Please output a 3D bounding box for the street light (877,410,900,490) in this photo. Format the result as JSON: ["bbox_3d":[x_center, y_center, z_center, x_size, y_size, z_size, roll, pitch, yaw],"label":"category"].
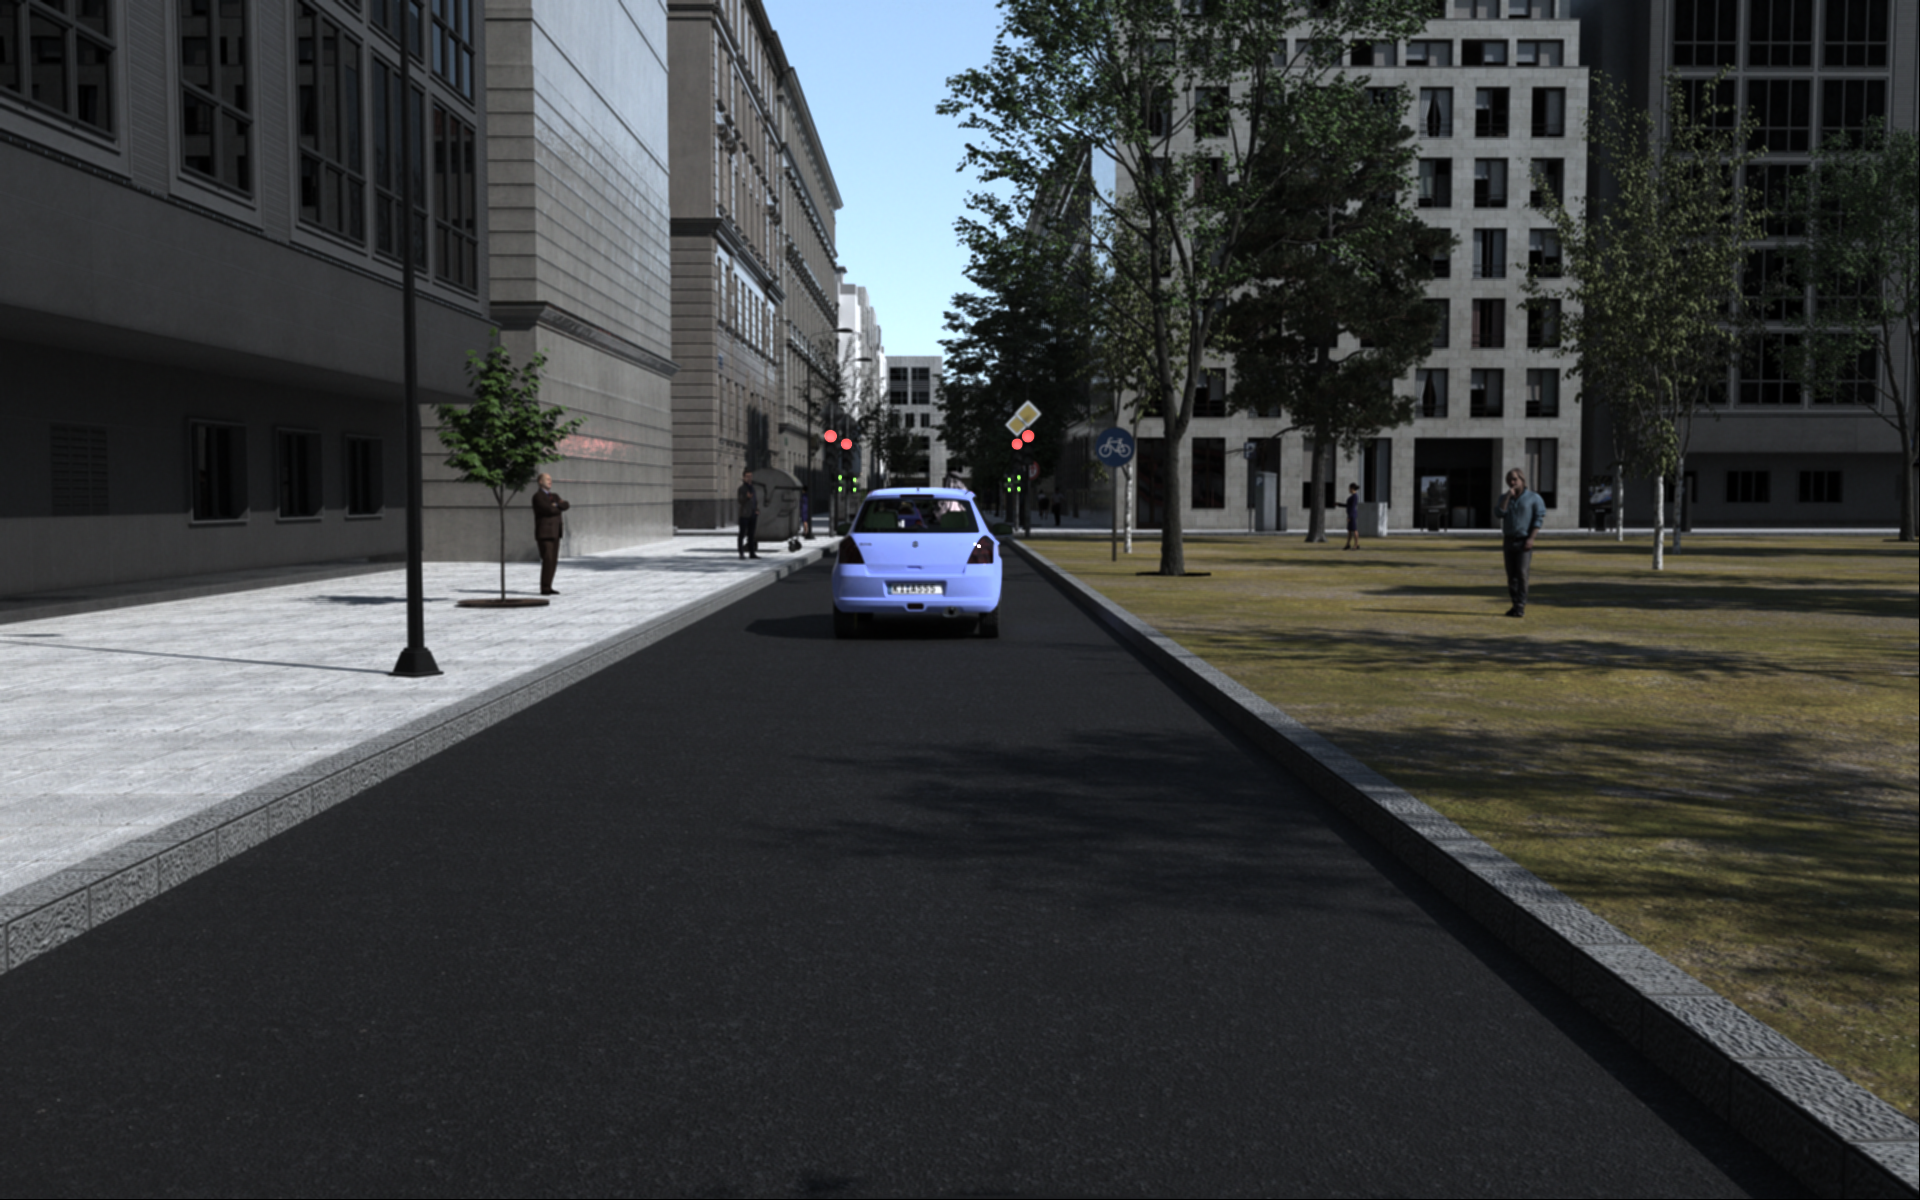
[{"bbox_3d":[-3.976,-7.508,95.302,1.470,5.913,1.316,0,4,0],"label":"street light"}]

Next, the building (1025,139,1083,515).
[{"bbox_3d":[12.897,-17.494,119.305,16.112,22.955,30.059,0,4,0],"label":"building"}]

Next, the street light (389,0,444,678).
[{"bbox_3d":[-3.314,-2.419,12.099,1.470,5.913,1.316,0,4,0],"label":"street light"}]

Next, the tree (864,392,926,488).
[{"bbox_3d":[-5.089,-10.592,123.541,4.737,8.622,4.395,0,3,0],"label":"tree"}]

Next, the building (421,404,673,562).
[{"bbox_3d":[-29.384,-16.085,39.407,44.131,29.872,17.030,0,4,0],"label":"building"}]

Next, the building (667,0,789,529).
[{"bbox_3d":[-14.576,-16.925,73.992,12.463,27.353,25.104,0,4,0],"label":"building"}]

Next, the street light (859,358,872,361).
[{"bbox_3d":[-3.683,-5.295,59.119,1.470,5.913,1.316,0,4,0],"label":"street light"}]

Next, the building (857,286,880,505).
[{"bbox_3d":[-16.526,-18.158,163.334,16.747,18.905,31.486,0,4,0],"label":"building"}]

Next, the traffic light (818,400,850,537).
[{"bbox_3d":[-3.780,-3.788,51.183,0.839,4.213,0.868,0,4,0],"label":"traffic light"}]

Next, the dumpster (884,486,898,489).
[{"bbox_3d":[-4.707,-6.967,119.664,1.264,1.857,1.865,0,4,-1],"label":"dumpster"}]

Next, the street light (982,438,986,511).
[{"bbox_3d":[1.546,-7.674,98.017,1.470,5.913,1.316,0,4,0],"label":"street light"}]

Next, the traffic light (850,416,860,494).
[{"bbox_3d":[-3.839,-4.277,59.168,0.839,4.213,0.868,0,4,0],"label":"traffic light"}]

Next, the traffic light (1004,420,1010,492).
[{"bbox_3d":[1.922,-4.280,59.226,0.839,4.213,0.868,0,4,0],"label":"traffic light"}]

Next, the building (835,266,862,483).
[{"bbox_3d":[-16.058,-17.440,141.561,16.016,20.091,11.380,0,4,0],"label":"building"}]

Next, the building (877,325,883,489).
[{"bbox_3d":[-16.711,-20.103,185.105,16.016,20.091,11.380,0,4,0],"label":"building"}]

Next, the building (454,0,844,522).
[{"bbox_3d":[-16.923,-20.308,108.451,17.030,29.872,44.131,0,4,0],"label":"building"}]

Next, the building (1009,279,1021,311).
[{"bbox_3d":[18.939,-20.557,180.077,27.936,21.610,32.646,0,4,0],"label":"building"}]

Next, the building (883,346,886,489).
[{"bbox_3d":[-14.330,-21.005,199.850,11.380,20.091,16.016,0,4,0],"label":"building"}]

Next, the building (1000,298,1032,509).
[{"bbox_3d":[12.048,-18.445,157.996,16.016,20.091,11.380,0,4,0],"label":"building"}]

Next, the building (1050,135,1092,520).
[{"bbox_3d":[11.261,-15.755,93.745,11.583,22.565,21.152,0,4,0],"label":"building"}]

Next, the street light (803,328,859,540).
[{"bbox_3d":[-3.695,-4.655,48.644,1.470,5.913,1.316,0,4,0],"label":"street light"}]

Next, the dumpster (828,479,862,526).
[{"bbox_3d":[-4.450,-3.746,67.010,1.264,1.857,1.865,0,4,0],"label":"dumpster"}]

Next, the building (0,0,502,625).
[{"bbox_3d":[-14.736,-13.695,17.428,14.314,27.812,24.014,0,4,0],"label":"building"}]

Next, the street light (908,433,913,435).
[{"bbox_3d":[-4.255,-9.749,131.933,1.470,5.913,1.316,0,4,0],"label":"street light"}]

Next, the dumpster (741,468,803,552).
[{"bbox_3d":[-4.193,-2.012,38.651,1.264,1.857,1.865,0,4,-1],"label":"dumpster"}]

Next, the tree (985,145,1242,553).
[{"bbox_3d":[3.802,-5.339,37.651,4.737,8.622,4.395,0,3,0],"label":"tree"}]

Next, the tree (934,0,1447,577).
[{"bbox_3d":[3.464,-6.194,27.026,9.928,11.665,9.643,0,3,0],"label":"tree"}]

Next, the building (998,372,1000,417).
[{"bbox_3d":[12.490,-21.145,202.147,16.016,20.091,11.380,0,4,0],"label":"building"}]

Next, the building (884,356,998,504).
[{"bbox_3d":[-10.713,-22.218,229.717,31.486,18.905,16.747,0,4,0],"label":"building"}]

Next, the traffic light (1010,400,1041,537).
[{"bbox_3d":[1.981,-3.792,51.241,0.839,4.213,0.868,0,4,0],"label":"traffic light"}]

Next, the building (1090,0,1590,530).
[{"bbox_3d":[13.910,-12.983,67.030,16.860,20.320,10.420,0,4,0],"label":"building"}]

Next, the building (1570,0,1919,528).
[{"bbox_3d":[35.328,-16.855,69.081,24.014,27.812,14.314,0,4,0],"label":"building"}]

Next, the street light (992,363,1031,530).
[{"bbox_3d":[1.822,-5.435,61.397,1.470,5.913,1.316,0,4,0],"label":"street light"}]

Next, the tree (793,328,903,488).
[{"bbox_3d":[-5.304,-7.769,77.389,4.360,8.622,3.978,0,3,0],"label":"tree"}]

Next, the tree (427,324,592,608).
[{"bbox_3d":[-5.357,-1.550,19.946,1.663,3.219,1.824,0,3,0],"label":"tree"}]
